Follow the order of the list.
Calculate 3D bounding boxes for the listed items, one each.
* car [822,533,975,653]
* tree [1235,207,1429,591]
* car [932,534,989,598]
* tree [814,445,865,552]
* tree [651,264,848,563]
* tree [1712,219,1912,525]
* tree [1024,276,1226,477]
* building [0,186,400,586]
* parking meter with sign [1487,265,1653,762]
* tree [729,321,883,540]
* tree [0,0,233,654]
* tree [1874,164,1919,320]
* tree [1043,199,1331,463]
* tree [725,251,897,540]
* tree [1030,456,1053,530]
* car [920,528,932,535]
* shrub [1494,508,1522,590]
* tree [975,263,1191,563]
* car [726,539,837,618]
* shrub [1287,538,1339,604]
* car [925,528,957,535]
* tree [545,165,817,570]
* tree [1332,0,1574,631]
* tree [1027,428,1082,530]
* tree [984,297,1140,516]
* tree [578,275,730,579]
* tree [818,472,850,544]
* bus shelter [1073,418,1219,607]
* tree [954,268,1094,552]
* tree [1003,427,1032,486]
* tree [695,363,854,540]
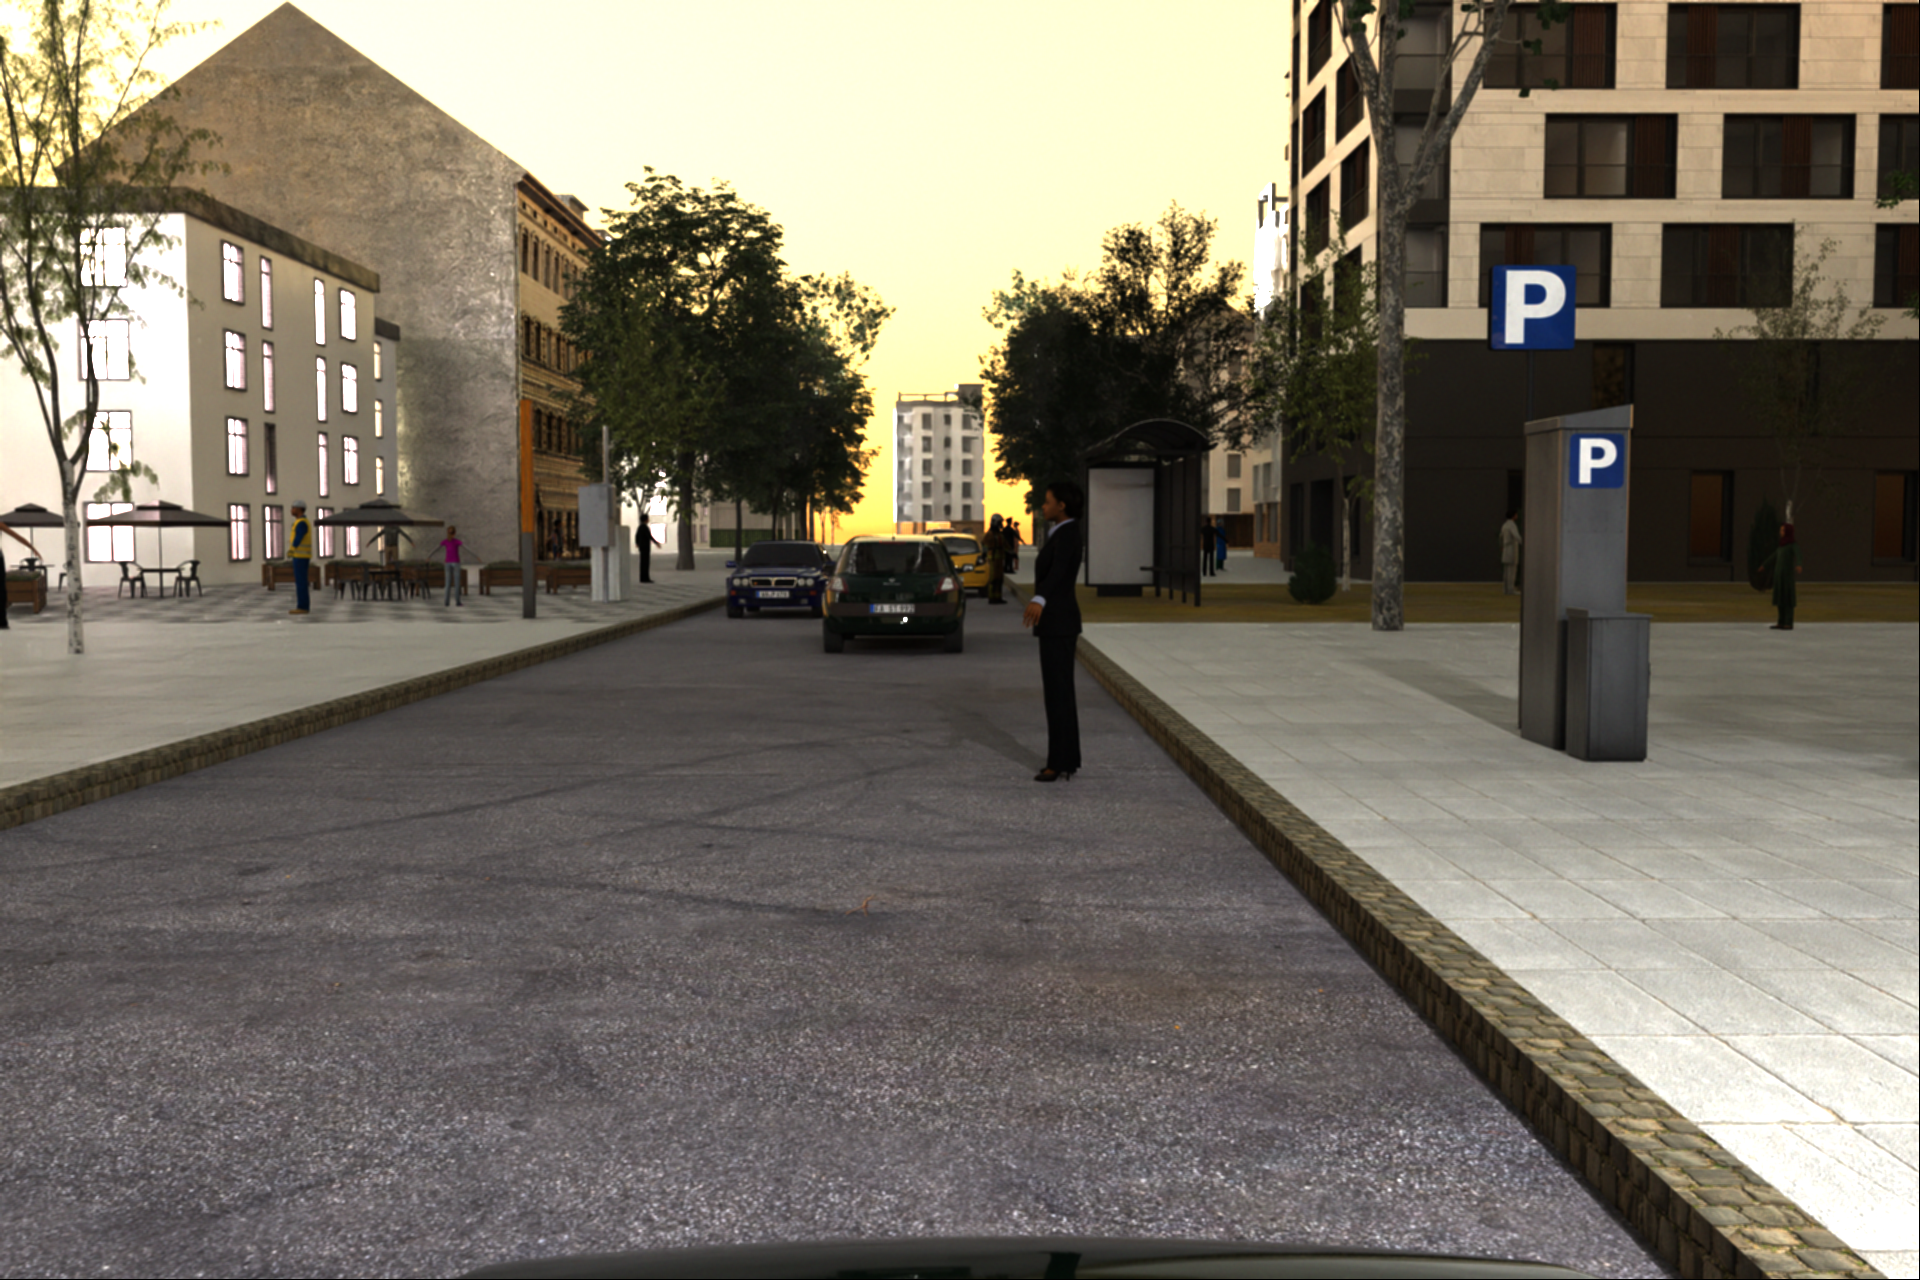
[{"bbox_3d":[-0.808,-0.765,22.292,2.009,1.686,4.222,0,4,0],"label":"car"},{"bbox_3d":[8.492,-5.390,38.492,4.737,8.622,4.395,0,3,0],"label":"tree"},{"bbox_3d":[-0.189,-1.844,40.367,2.015,1.641,3.980,0,4,0],"label":"car"},{"bbox_3d":[-9.550,-10.773,126.506,4.360,8.622,3.978,0,3,0],"label":"tree"},{"bbox_3d":[-9.840,-10.202,77.175,12.009,13.543,11.850,0,3,0],"label":"tree"},{"bbox_3d":[19.611,-5.533,40.829,4.360,8.622,3.978,0,3,0],"label":"tree"},{"bbox_3d":[5.944,-7.800,61.943,7.601,10.594,8.767,-1,4,-10],"label":"tree"},{"bbox_3d":[-23.271,-6.965,56.022,9.099,9.664,28.070,0,4,0],"label":"building"},{"bbox_3d":[3.713,-0.871,10.499,0.543,3.016,1.738,0,3,0],"label":"parking meter with sign"},{"bbox_3d":[-9.472,-12.016,103.114,9.857,13.997,8.962,0,3,0],"label":"tree"},{"bbox_3d":[-9.410,-4.172,18.575,4.360,8.622,3.978,0,3,0],"label":"tree"},{"bbox_3d":[19.546,-6.283,28.482,9.928,11.665,9.643,0,3,0],"label":"tree"},{"bbox_3d":[6.245,-6.918,47.517,8.767,10.594,7.601,1,4,12],"label":"tree"},{"bbox_3d":[-10.967,-15.942,116.539,12.611,20.169,13.585,0,3,0],"label":"tree"},{"bbox_3d":[5.606,-9.744,109.677,4.360,8.622,3.978,0,3,0],"label":"tree"},{"bbox_3d":[-1.419,-6.249,110.839,2.281,1.827,5.304,0,4,-1],"label":"car"},{"bbox_3d":[13.085,-2.166,39.463,1.661,2.075,1.752,0,3,0],"label":"shrub"},{"bbox_3d":[5.731,-10.281,78.458,12.009,13.543,11.850,0,3,0],"label":"tree"},{"bbox_3d":[-3.117,-1.115,30.812,1.945,1.354,3.894,0,4,0],"label":"car"},{"bbox_3d":[6.447,-1.256,31.661,1.383,1.207,1.383,0,3,0],"label":"shrub"},{"bbox_3d":[-1.037,-5.920,105.465,2.281,1.827,5.304,0,4,0],"label":"car"},{"bbox_3d":[-9.714,-9.474,61.556,9.857,13.997,8.962,0,3,0],"label":"tree"},{"bbox_3d":[6.795,-10.129,21.496,12.611,20.169,13.585,0,3,0],"label":"tree"},{"bbox_3d":[5.682,-9.380,103.733,4.737,8.622,4.395,0,3,0],"label":"tree"},{"bbox_3d":[5.740,-11.365,92.466,9.857,13.997,8.962,0,3,0],"label":"tree"},{"bbox_3d":[-8.966,-6.048,49.246,4.737,8.622,4.395,0,3,0],"label":"tree"},{"bbox_3d":[-17.228,-17.759,216.110,9.928,11.665,9.643,0,3,0],"label":"tree"},{"bbox_3d":[3.419,-2.388,32.975,2.014,3.302,5.546,0,4,-2],"label":"bus shelter"},{"bbox_3d":[5.829,-16.289,122.222,12.611,20.169,13.585,0,3,0],"label":"tree"},{"bbox_3d":[11.241,-22.447,222.892,12.611,20.169,13.585,0,3,0],"label":"tree"},{"bbox_3d":[-9.800,-9.532,90.266,8.767,10.594,7.601,0,4,-5],"label":"tree"}]
